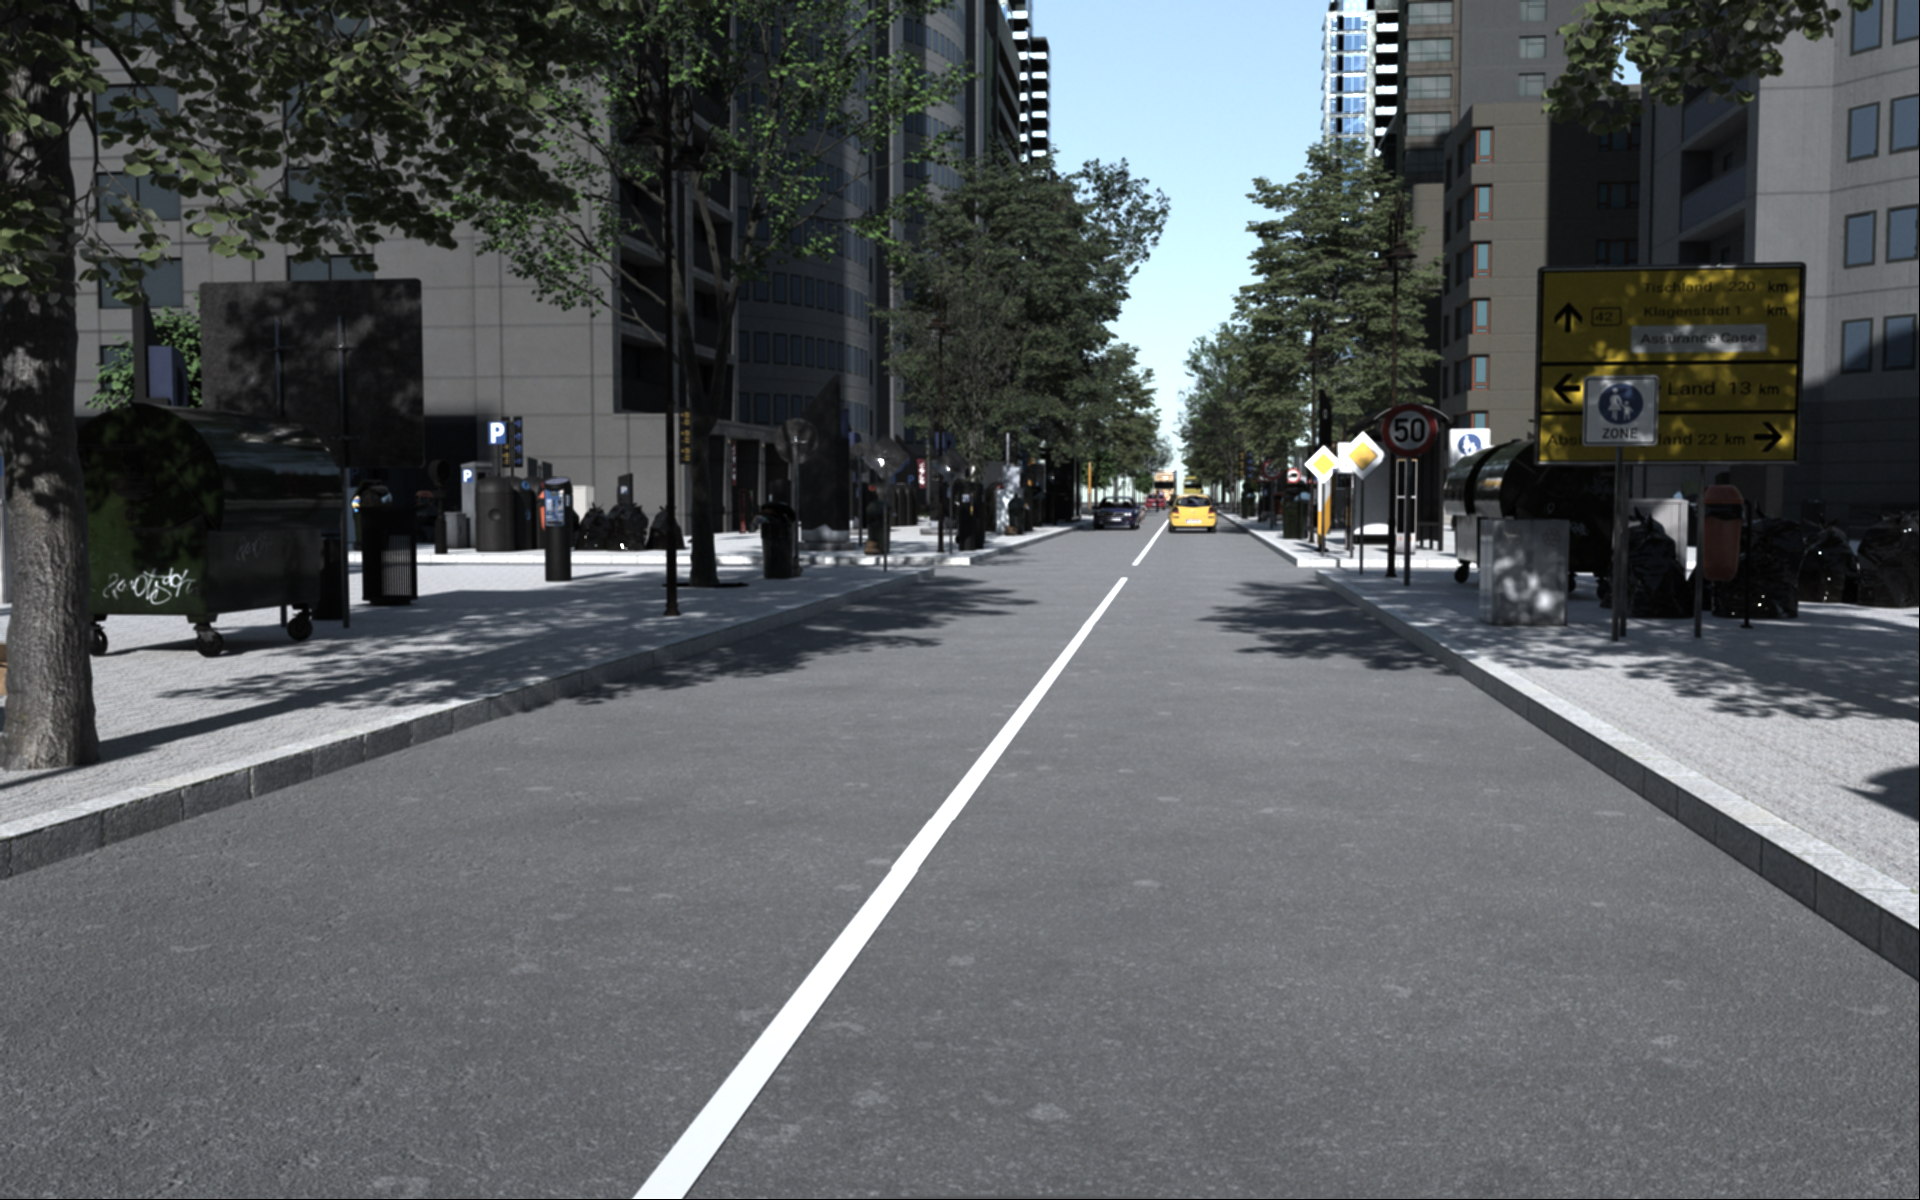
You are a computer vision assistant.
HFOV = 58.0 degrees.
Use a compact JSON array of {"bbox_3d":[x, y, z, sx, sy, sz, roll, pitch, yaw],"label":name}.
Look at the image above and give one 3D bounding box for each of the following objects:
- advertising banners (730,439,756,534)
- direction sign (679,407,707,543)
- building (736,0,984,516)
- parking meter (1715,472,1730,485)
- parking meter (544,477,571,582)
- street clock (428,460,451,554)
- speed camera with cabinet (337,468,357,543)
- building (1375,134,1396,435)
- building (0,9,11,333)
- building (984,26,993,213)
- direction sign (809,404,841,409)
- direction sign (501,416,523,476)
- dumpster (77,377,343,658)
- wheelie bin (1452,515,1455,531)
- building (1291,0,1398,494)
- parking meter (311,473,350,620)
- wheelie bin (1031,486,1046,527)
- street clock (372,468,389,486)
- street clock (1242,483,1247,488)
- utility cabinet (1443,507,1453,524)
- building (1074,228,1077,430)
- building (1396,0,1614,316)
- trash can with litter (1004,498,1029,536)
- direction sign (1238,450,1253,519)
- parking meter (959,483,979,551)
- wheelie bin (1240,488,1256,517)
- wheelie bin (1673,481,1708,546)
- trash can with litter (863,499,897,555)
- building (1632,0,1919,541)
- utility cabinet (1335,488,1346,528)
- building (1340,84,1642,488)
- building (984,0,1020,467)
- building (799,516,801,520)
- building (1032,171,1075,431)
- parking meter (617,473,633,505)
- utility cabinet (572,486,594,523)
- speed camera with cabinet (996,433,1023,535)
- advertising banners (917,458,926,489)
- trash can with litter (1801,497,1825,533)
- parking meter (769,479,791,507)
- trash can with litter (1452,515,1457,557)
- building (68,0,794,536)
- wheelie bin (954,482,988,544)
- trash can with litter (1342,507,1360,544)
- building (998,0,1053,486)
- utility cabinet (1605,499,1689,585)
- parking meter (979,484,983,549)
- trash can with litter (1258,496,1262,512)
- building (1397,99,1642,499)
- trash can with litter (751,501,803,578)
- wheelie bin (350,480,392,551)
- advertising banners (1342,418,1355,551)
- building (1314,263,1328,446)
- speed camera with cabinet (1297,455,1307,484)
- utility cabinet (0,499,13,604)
[{"bbox_3d":[-7.086,-3.687,56.477,0.090,3.025,2.074,1,4,16],"label":"advertising banners"},{"bbox_3d":[-7.007,-3.278,45.595,0.876,3.537,0.379,-3,5,-43],"label":"direction sign"},{"bbox_3d":[-10.281,-35.771,126.862,21.231,58.520,28.212,0,4,7],"label":"building"},{"bbox_3d":[20.216,-2.461,45.952,0.255,1.863,0.399,0,4,-4],"label":"parking meter"},{"bbox_3d":[-5.923,-1.045,25.496,0.372,1.533,0.369,0,3,0],"label":"parking meter"},{"bbox_3d":[-11.101,-1.984,37.002,0.358,2.002,0.471,1,4,22],"label":"street clock"},{"bbox_3d":[-16.345,-3.152,45.876,0.660,3.252,2.038,-2,4,-31],"label":"speed camera with cabinet"},{"bbox_3d":[40.885,-22.587,141.001,14.160,30.474,14.107,0,4,7],"label":"building"},{"bbox_3d":[-55.071,-23.119,69.879,23.993,40.220,32.217,0,4,7],"label":"building"},{"bbox_3d":[-4.964,-28.403,147.983,14.154,41.232,14.086,0,4,7],"label":"building"},{"bbox_3d":[-3.393,-3.163,43.719,0.876,3.537,0.379,-2,4,-30],"label":"direction sign"},{"bbox_3d":[-13.117,-3.594,50.763,0.876,3.537,0.379,2,4,34],"label":"direction sign"},{"bbox_3d":[-6.278,-0.725,14.353,1.502,2.255,1.985,0,4,8],"label":"dumpster"},{"bbox_3d":[17.367,-3.176,59.829,0.980,1.594,0.693,1,4,16],"label":"wheelie bin"},{"bbox_3d":[55.635,-55.764,224.415,22.319,86.520,31.000,0,4,7],"label":"building"},{"bbox_3d":[-6.466,-0.571,17.741,0.372,1.533,0.369,0,3,0],"label":"parking meter"},{"bbox_3d":[2.898,-3.691,68.254,0.980,1.594,0.693,1,4,16],"label":"wheelie bin"},{"bbox_3d":[-13.964,-2.275,41.766,0.358,2.002,0.471,-3,5,-44],"label":"street clock"},{"bbox_3d":[17.862,-6.331,108.081,0.471,2.002,0.358,0,4,-7],"label":"street clock"},{"bbox_3d":[20.517,-3.911,72.616,0.318,1.500,1.173,-2,4,-31],"label":"utility cabinet"},{"bbox_3d":[10.116,-35.179,258.770,14.154,41.232,14.086,0,4,7],"label":"building"},{"bbox_3d":[38.774,-27.092,126.541,14.154,41.232,14.086,0,4,7],"label":"building"},{"bbox_3d":[1.743,-2.592,53.764,0.624,1.170,1.055,1,4,16],"label":"trash can with litter"},{"bbox_3d":[14.780,-5.979,89.753,0.876,3.537,0.379,-2,4,-26],"label":"direction sign"},{"bbox_3d":[0.157,-1.879,39.128,0.372,1.533,0.369,0,3,0],"label":"parking meter"},{"bbox_3d":[16.091,-5.434,96.749,0.693,1.594,0.980,-3,5,-42],"label":"wheelie bin"},{"bbox_3d":[18.224,-2.153,43.114,0.980,1.594,0.693,0,4,1],"label":"wheelie bin"},{"bbox_3d":[-1.710,-1.549,36.711,0.624,1.170,1.055,0,4,6],"label":"trash can with litter"},{"bbox_3d":[37.580,-31.174,51.692,28.212,58.520,21.231,0,4,7],"label":"building"},{"bbox_3d":[14.090,-3.406,64.365,1.173,1.500,0.318,-1,4,-12],"label":"utility cabinet"},{"bbox_3d":[51.905,-28.542,158.537,32.217,40.220,23.993,0,4,7],"label":"building"},{"bbox_3d":[-5.860,-33.185,166.275,21.300,48.544,21.600,0,4,7],"label":"building"},{"bbox_3d":[-15.731,-33.809,94.783,21.231,58.520,28.212,0,4,7],"label":"building"},{"bbox_3d":[8.800,-36.341,244.280,14.600,45.320,14.200,0,4,7],"label":"building"},{"bbox_3d":[-9.441,-2.638,48.847,0.399,1.863,0.255,1,4,9],"label":"parking meter"},{"bbox_3d":[-10.304,-2.311,46.456,1.173,1.500,0.318,3,4,36],"label":"utility cabinet"},{"bbox_3d":[1.606,-3.738,55.459,0.660,3.252,2.038,1,4,11],"label":"speed camera with cabinet"},{"bbox_3d":[-1.178,-5.409,84.631,2.074,3.025,0.090,2,4,24],"label":"advertising banners"},{"bbox_3d":[20.451,-1.919,42.438,2.233,1.210,1.678,1,4,20],"label":"trash can with litter"},{"bbox_3d":[-3.058,-1.290,29.499,0.372,1.533,0.369,0,3,0],"label":"parking meter"},{"bbox_3d":[10.388,-1.430,34.768,0.624,1.170,1.055,-2,4,-27],"label":"trash can with litter"},{"bbox_3d":[-17.117,-38.147,61.949,20.563,71.187,20.611,0,4,7],"label":"building"},{"bbox_3d":[0.279,-2.235,44.446,0.980,1.594,0.693,3,4,38],"label":"wheelie bin"},{"bbox_3d":[10.432,-2.036,44.681,1.055,1.170,0.624,-1,4,-14],"label":"trash can with litter"},{"bbox_3d":[1.424,-55.570,221.239,22.319,86.520,31.000,0,4,7],"label":"building"},{"bbox_3d":[9.466,-0.778,23.886,1.020,1.237,0.306,3,5,43],"label":"utility cabinet"},{"bbox_3d":[0.361,-1.955,40.378,0.372,1.533,0.369,0,3,0],"label":"parking meter"},{"bbox_3d":[19.445,-6.013,109.699,1.055,1.170,0.624,-1,4,-15],"label":"trash can with litter"},{"bbox_3d":[38.252,-14.955,89.557,27.650,21.520,28.899,0,4,7],"label":"building"},{"bbox_3d":[-2.780,-0.930,26.588,0.624,1.170,1.055,1,4,8],"label":"trash can with litter"},{"bbox_3d":[-13.192,-1.898,38.933,0.693,1.594,0.980,1,4,21],"label":"wheelie bin"},{"bbox_3d":[8.875,-2.654,39.584,0.090,3.025,2.074,0,4,6],"label":"advertising banners"},{"bbox_3d":[64.638,-34.278,252.328,32.217,40.220,23.993,0,4,7],"label":"building"},{"bbox_3d":[16.407,-5.674,87.110,2.038,3.252,0.660,1,4,14],"label":"speed camera with cabinet"},{"bbox_3d":[-11.712,-0.559,20.297,1.020,1.237,0.306,-1,4,-11],"label":"utility cabinet"}]
